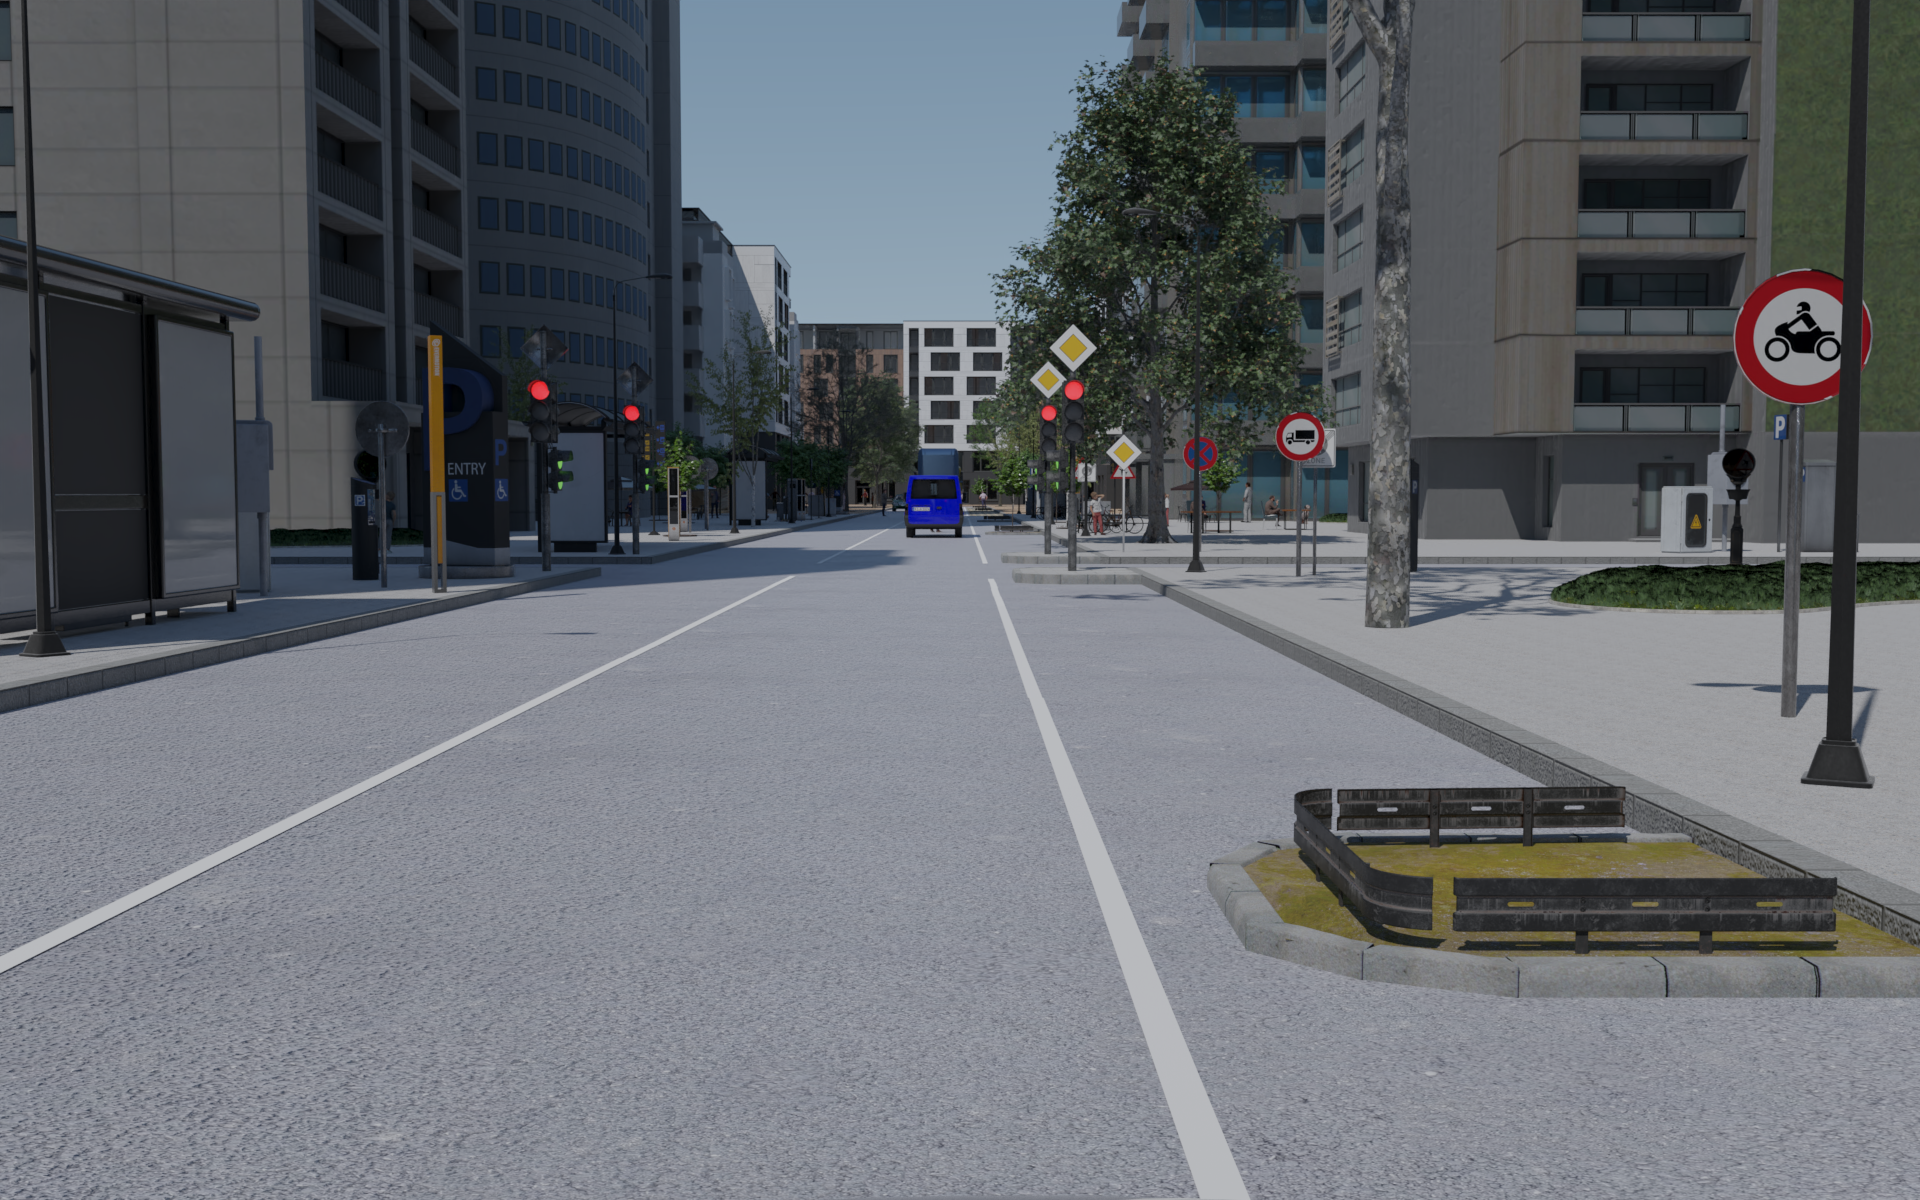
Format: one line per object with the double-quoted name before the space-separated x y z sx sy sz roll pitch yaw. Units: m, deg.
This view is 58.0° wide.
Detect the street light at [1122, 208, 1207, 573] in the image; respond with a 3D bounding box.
"street light" 3.338 -3.410 28.300 1.470 5.913 1.316 0 3 0

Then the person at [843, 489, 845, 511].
"person" -8.802 -7.728 133.061 0.621 1.740 0.551 -1 4 -12

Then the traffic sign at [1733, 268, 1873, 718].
"traffic sign" 4.770 -0.599 9.894 0.768 2.556 0.104 0 4 4

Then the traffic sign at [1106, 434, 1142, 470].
"traffic sign" 3.625 -2.349 38.147 0.795 2.593 0.064 1 4 9

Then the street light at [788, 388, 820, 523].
"street light" -6.825 -6.308 75.679 1.470 5.913 1.316 0 3 0

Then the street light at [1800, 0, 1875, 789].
"street light" 3.368 -2.141 7.540 1.470 5.913 1.316 0 3 0

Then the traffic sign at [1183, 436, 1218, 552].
"traffic sign" 5.324 -2.342 38.404 0.768 2.556 0.104 0 4 7

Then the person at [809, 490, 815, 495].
"person" -15.233 -10.481 178.345 0.756 1.711 0.436 2 4 29

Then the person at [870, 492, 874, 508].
"person" -7.911 -8.982 156.152 0.557 1.426 1.065 -1 4 -15

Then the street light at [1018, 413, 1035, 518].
"street light" 3.311 -6.105 72.361 1.470 5.913 1.316 0 3 0

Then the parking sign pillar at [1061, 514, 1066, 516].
"parking sign pillar" 5.695 -6.894 101.192 1.447 3.967 1.447 -2 4 -25

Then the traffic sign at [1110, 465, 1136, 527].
"traffic sign" 5.635 -3.661 59.861 0.884 2.594 0.081 0 4 8

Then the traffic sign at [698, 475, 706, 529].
"traffic sign" -9.352 -3.884 63.605 0.768 2.556 0.104 0 4 0

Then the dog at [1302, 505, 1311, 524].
"dog" 14.794 -3.663 74.264 0.513 0.831 0.800 1 4 14

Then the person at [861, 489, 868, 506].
"person" -10.302 -11.118 187.778 0.705 1.831 1.348 -2 4 -32

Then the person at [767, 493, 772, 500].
"person" -13.181 -6.684 115.312 1.348 1.826 0.705 0 4 7

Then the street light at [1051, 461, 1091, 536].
"street light" 3.282 -4.887 52.447 1.470 5.913 1.316 0 3 0

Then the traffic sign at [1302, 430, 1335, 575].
"traffic sign" 5.581 -1.535 27.219 0.606 2.300 0.079 0 4 2

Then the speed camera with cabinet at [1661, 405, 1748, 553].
"speed camera with cabinet" 16.340 -2.668 37.951 2.038 3.252 0.660 -2 4 -25

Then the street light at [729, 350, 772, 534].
"street light" -6.780 -5.110 56.094 1.470 5.913 1.316 0 3 0

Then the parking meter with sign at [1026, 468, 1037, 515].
"parking meter with sign" 4.383 -6.700 105.808 0.543 3.016 1.738 1 4 14

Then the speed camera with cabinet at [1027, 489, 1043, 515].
"speed camera with cabinet" 4.994 -6.959 108.120 0.660 3.252 2.038 -2 4 -31

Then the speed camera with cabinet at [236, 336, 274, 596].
"speed camera with cabinet" -9.246 -1.715 22.373 0.660 3.252 2.038 -1 4 -23

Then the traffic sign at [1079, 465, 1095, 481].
"traffic sign" 4.305 -3.463 58.756 0.606 2.300 0.079 0 4 5

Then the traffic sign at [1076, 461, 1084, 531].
"traffic sign" 4.239 -3.658 59.810 0.884 2.594 0.081 0 4 7

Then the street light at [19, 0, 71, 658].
"street light" -6.725 -2.509 13.566 1.470 5.913 1.316 0 3 0

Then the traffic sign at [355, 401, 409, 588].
"traffic sign" -7.906 -1.443 23.701 0.768 2.556 0.104 0 4 6

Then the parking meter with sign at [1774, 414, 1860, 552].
"parking meter with sign" 18.872 -2.560 38.123 1.738 3.016 0.543 0 4 -2

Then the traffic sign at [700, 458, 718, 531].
"traffic sign" -8.884 -3.716 60.867 0.768 2.556 0.104 0 4 0

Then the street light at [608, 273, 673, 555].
"street light" -6.744 -3.919 36.611 1.470 5.913 1.316 0 3 0

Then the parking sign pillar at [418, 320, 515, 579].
"parking sign pillar" -7.629 -2.338 26.691 1.447 3.967 1.447 1 4 19

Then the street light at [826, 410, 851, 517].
"street light" -6.763 -7.566 96.243 1.470 5.913 1.316 0 3 0

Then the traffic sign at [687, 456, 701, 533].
"traffic sign" -8.967 -3.508 57.470 0.768 2.556 0.104 0 4 5

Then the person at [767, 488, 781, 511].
"person" -14.062 -7.619 131.128 1.217 1.766 0.721 -3 4 -39

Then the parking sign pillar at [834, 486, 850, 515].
"parking sign pillar" -7.579 -7.311 108.001 1.447 3.967 1.447 0 4 2

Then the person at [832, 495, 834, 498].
"person" -13.132 -10.813 182.821 0.705 1.826 1.348 2 4 23

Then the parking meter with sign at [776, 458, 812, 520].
"parking meter with sign" -8.131 -5.426 84.968 1.738 3.016 0.543 0 4 -1

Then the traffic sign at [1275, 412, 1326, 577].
"traffic sign" 5.273 -1.639 26.906 0.768 2.556 0.104 0 4 4

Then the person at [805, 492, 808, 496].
"person" -12.671 -8.150 139.253 1.348 1.831 0.705 0 4 2

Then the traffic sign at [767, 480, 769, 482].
"traffic sign" -9.114 -4.807 78.591 0.884 2.594 0.081 0 4 2

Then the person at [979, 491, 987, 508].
"person" 2.146 -9.240 160.511 0.756 1.711 0.436 0 4 -8
